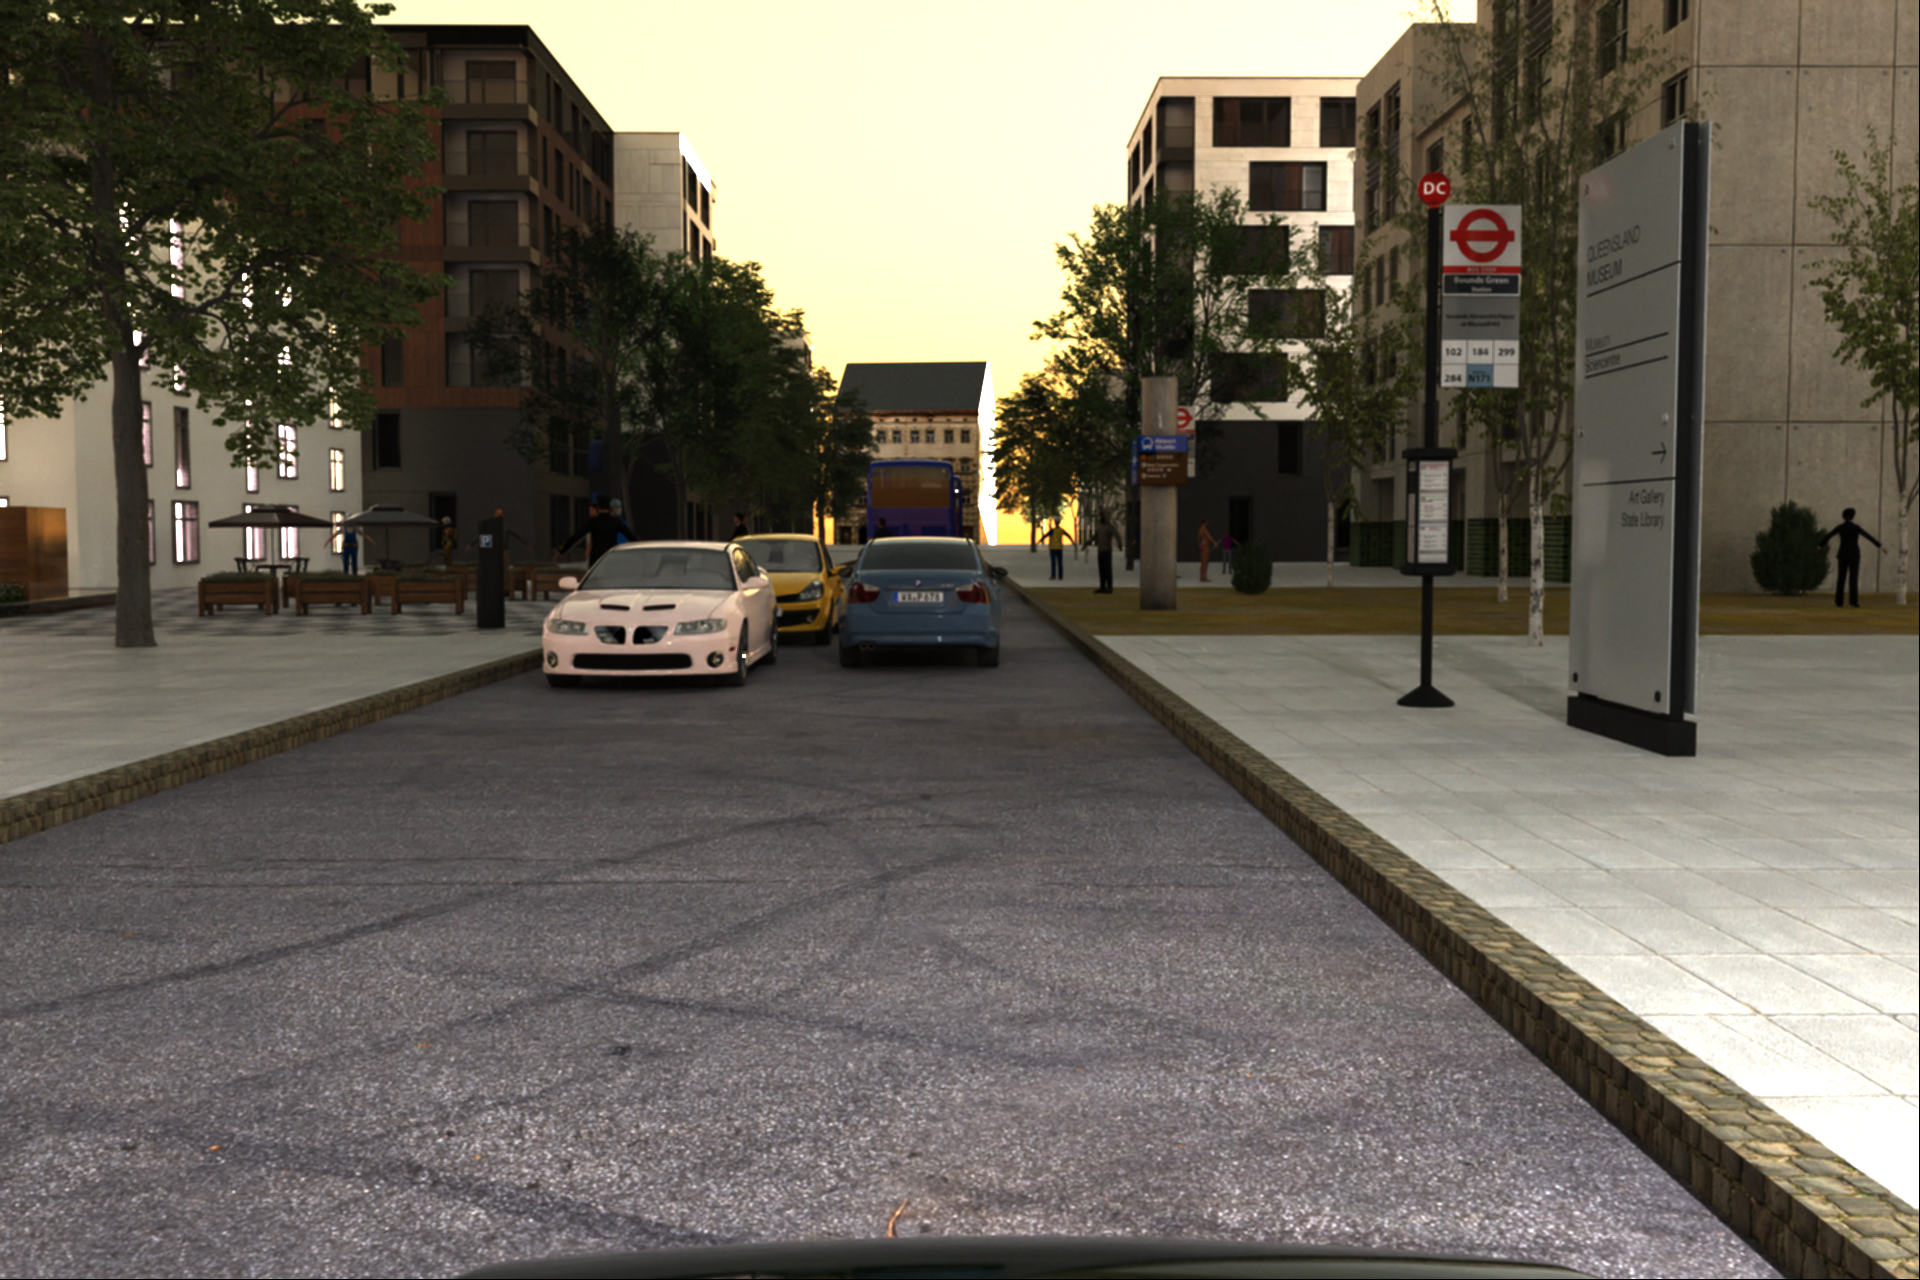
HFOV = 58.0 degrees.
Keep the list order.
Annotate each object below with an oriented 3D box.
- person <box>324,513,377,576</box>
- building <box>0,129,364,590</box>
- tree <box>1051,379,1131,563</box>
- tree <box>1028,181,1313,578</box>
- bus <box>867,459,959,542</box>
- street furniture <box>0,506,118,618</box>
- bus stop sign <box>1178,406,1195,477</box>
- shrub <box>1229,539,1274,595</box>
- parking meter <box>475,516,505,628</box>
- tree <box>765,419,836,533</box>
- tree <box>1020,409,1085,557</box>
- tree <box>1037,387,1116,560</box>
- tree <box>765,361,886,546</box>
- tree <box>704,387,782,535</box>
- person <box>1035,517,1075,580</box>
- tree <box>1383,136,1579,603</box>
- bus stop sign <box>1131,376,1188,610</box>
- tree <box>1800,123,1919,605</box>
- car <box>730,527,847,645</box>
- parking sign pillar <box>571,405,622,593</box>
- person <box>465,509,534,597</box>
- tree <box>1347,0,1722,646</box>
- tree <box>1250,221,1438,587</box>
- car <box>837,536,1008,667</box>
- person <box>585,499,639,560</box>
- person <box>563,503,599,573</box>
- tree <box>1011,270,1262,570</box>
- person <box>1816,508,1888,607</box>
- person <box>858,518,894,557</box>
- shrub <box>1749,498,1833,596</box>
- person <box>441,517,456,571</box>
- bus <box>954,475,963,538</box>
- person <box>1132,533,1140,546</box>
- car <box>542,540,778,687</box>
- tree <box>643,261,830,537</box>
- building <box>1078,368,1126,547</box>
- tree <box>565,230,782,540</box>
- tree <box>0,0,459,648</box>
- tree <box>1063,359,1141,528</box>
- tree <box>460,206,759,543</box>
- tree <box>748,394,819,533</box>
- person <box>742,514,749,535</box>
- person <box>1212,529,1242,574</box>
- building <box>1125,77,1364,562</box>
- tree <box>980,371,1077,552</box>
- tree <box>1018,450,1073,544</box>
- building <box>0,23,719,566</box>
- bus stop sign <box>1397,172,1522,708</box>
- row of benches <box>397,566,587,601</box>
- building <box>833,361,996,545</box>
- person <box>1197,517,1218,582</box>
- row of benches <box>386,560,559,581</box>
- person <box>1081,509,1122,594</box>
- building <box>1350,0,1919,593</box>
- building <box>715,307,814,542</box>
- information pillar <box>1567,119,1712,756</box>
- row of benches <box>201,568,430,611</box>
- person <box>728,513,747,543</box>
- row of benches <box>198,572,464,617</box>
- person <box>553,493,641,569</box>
[{"bbox_3d":[-16.179,-2.452,45.952,1.347,1.847,0.705,-2,4,-27],"label":"person"},{"bbox_3d":[-22.872,-6.603,50.102,9.099,9.664,28.070,0,4,0],"label":"building"},{"bbox_3d":[5.565,-7.753,77.125,4.360,8.622,3.978,0,3,0],"label":"tree"},{"bbox_3d":[6.015,-7.624,50.412,9.928,11.665,9.643,0,3,0],"label":"tree"},{"bbox_3d":[-1.445,-3.930,55.810,2.896,3.916,12.251,0,4,0],"label":"bus"},{"bbox_3d":[-19.149,-1.320,28.444,9.812,1.723,11.010,-1,4,-10],"label":"street furniture"},{"bbox_3d":[4.038,-2.707,32.961,0.855,3.939,0.416,0,4,-1],"label":"bus stop sign"},{"bbox_3d":[6.157,-1.558,36.584,1.383,1.207,1.383,0,3,0],"label":"shrub"},{"bbox_3d":[-6.448,-0.939,23.764,0.372,1.533,0.369,0,3,0],"label":"parking meter"},{"bbox_3d":[-10.222,-9.436,104.646,4.360,8.622,3.978,0,3,0],"label":"tree"},{"bbox_3d":[5.254,-9.052,98.360,4.737,8.622,4.395,0,3,0],"label":"tree"},{"bbox_3d":[5.804,-8.309,86.217,4.737,8.622,4.395,0,3,0],"label":"tree"},{"bbox_3d":[-10.098,-13.443,126.450,9.857,13.997,8.962,0,3,0],"label":"tree"},{"bbox_3d":[-9.942,-7.977,80.781,4.737,8.622,4.395,0,3,0],"label":"tree"},{"bbox_3d":[2.693,-2.585,48.723,1.216,1.772,0.721,-1,4,-20],"label":"person"},{"bbox_3d":[10.011,-4.988,31.918,4.737,8.622,4.395,0,3,0],"label":"tree"},{"bbox_3d":[3.362,-2.463,29.285,0.837,3.901,0.837,0,4,-2],"label":"bus stop sign"},{"bbox_3d":[17.184,-4.930,30.961,4.737,8.622,4.395,0,3,0],"label":"tree"},{"bbox_3d":[-2.510,-0.818,23.605,2.015,1.641,3.980,0,4,0],"label":"car"},{"bbox_3d":[-7.273,-2.880,35.563,1.447,3.967,1.447,0,4,0],"label":"parking sign pillar"},{"bbox_3d":[-9.385,-1.776,35.308,1.348,1.796,0.705,-1,4,-18],"label":"person"},{"bbox_3d":[6.738,-4.249,19.836,4.360,8.622,3.978,0,3,0],"label":"tree"},{"bbox_3d":[9.165,-5.572,41.469,4.737,8.622,4.395,0,3,0],"label":"tree"},{"bbox_3d":[-0.438,-0.486,19.943,2.014,1.417,4.499,0,4,0],"label":"car"},{"bbox_3d":[-5.256,-1.247,26.517,0.704,1.817,1.347,3,4,37],"label":"person"},{"bbox_3d":[-6.215,-1.426,29.499,1.347,1.806,0.705,2,4,33],"label":"person"},{"bbox_3d":[6.005,-7.720,60.640,8.767,10.594,7.601,0,4,-3],"label":"tree"},{"bbox_3d":[15.670,-1.453,30.481,0.721,1.740,1.216,-3,5,-39],"label":"person"},{"bbox_3d":[-1.817,-1.913,39.963,0.704,1.802,1.346,3,5,41],"label":"person"},{"bbox_3d":[17.248,-1.930,35.968,1.690,2.028,1.600,0,3,0],"label":"shrub"},{"bbox_3d":[-17.327,-3.221,58.437,0.705,1.858,1.354,-1,4,-18],"label":"person"},{"bbox_3d":[-1.297,-4.681,68.082,2.896,3.916,12.251,0,4,-1],"label":"bus"},{"bbox_3d":[5.821,-2.845,52.486,1.349,1.833,0.705,-1,4,-18],"label":"person"},{"bbox_3d":[-2.947,-0.330,17.763,2.083,1.381,4.827,0,4,0],"label":"car"},{"bbox_3d":[-9.276,-9.395,71.732,7.486,12.596,7.792,0,3,0],"label":"tree"},{"bbox_3d":[22.672,-19.987,193.238,16.747,18.905,31.486,0,4,0],"label":"building"},{"bbox_3d":[-9.741,-8.207,59.934,9.928,11.665,9.643,0,3,0],"label":"tree"},{"bbox_3d":[-9.864,-6.196,19.425,7.486,12.596,7.792,0,3,0],"label":"tree"},{"bbox_3d":[5.905,-7.304,69.775,4.737,8.622,4.395,0,3,0],"label":"tree"},{"bbox_3d":[-9.506,-7.024,49.257,8.767,10.594,7.601,-3,5,-43],"label":"tree"},{"bbox_3d":[-9.703,-8.542,90.017,4.737,8.622,4.395,0,3,0],"label":"tree"},{"bbox_3d":[-5.772,-2.464,46.422,0.704,1.812,1.346,0,4,3],"label":"person"},{"bbox_3d":[8.590,-2.834,55.603,0.991,1.433,0.599,1,4,14],"label":"person"},{"bbox_3d":[22.699,-15.303,94.179,27.936,21.610,32.646,0,4,-1],"label":"building"},{"bbox_3d":[4.926,-12.391,120.727,7.486,12.596,7.792,0,3,0],"label":"tree"},{"bbox_3d":[10.826,-18.350,218.144,7.486,12.596,7.792,0,3,0],"label":"tree"},{"bbox_3d":[-28.047,-14.807,86.069,27.936,21.610,32.646,0,4,-1],"label":"building"},{"bbox_3d":[3.715,-1.479,12.881,0.855,3.939,0.416,0,3,0],"label":"bus stop sign"},{"bbox_3d":[-8.980,-1.117,33.722,4.104,0.672,1.422,1,4,12],"label":"row of benches"},{"bbox_3d":[-5.429,-23.628,219.703,18.063,23.208,19.493,0,4,7],"label":"building"},{"bbox_3d":[6.669,-2.438,46.672,0.721,1.733,1.217,-1,4,-14],"label":"person"},{"bbox_3d":[-11.618,-1.567,41.086,4.104,0.672,1.422,-1,4,-11],"label":"row of benches"},{"bbox_3d":[3.114,-1.915,37.440,0.705,1.813,1.348,-2,4,-34],"label":"person"},{"bbox_3d":[24.043,-11.412,53.041,16.747,18.905,31.486,0,4,0],"label":"building"},{"bbox_3d":[-29.547,-20.007,171.094,27.936,21.610,32.646,0,4,-1],"label":"building"},{"bbox_3d":[4.159,-1.185,10.697,0.184,3.620,1.656,0,3,0],"label":"information pillar"},{"bbox_3d":[-11.297,-0.910,30.346,1.422,0.672,4.104,3,5,42],"label":"row of benches"},{"bbox_3d":[-5.505,-2.248,42.934,0.705,1.806,1.347,-2,4,-27],"label":"person"},{"bbox_3d":[-10.053,-0.741,27.579,4.104,0.672,1.422,-1,4,-10],"label":"row of benches"},{"bbox_3d":[-4.876,-1.087,23.706,1.347,1.837,0.705,-2,4,-24],"label":"person"}]
